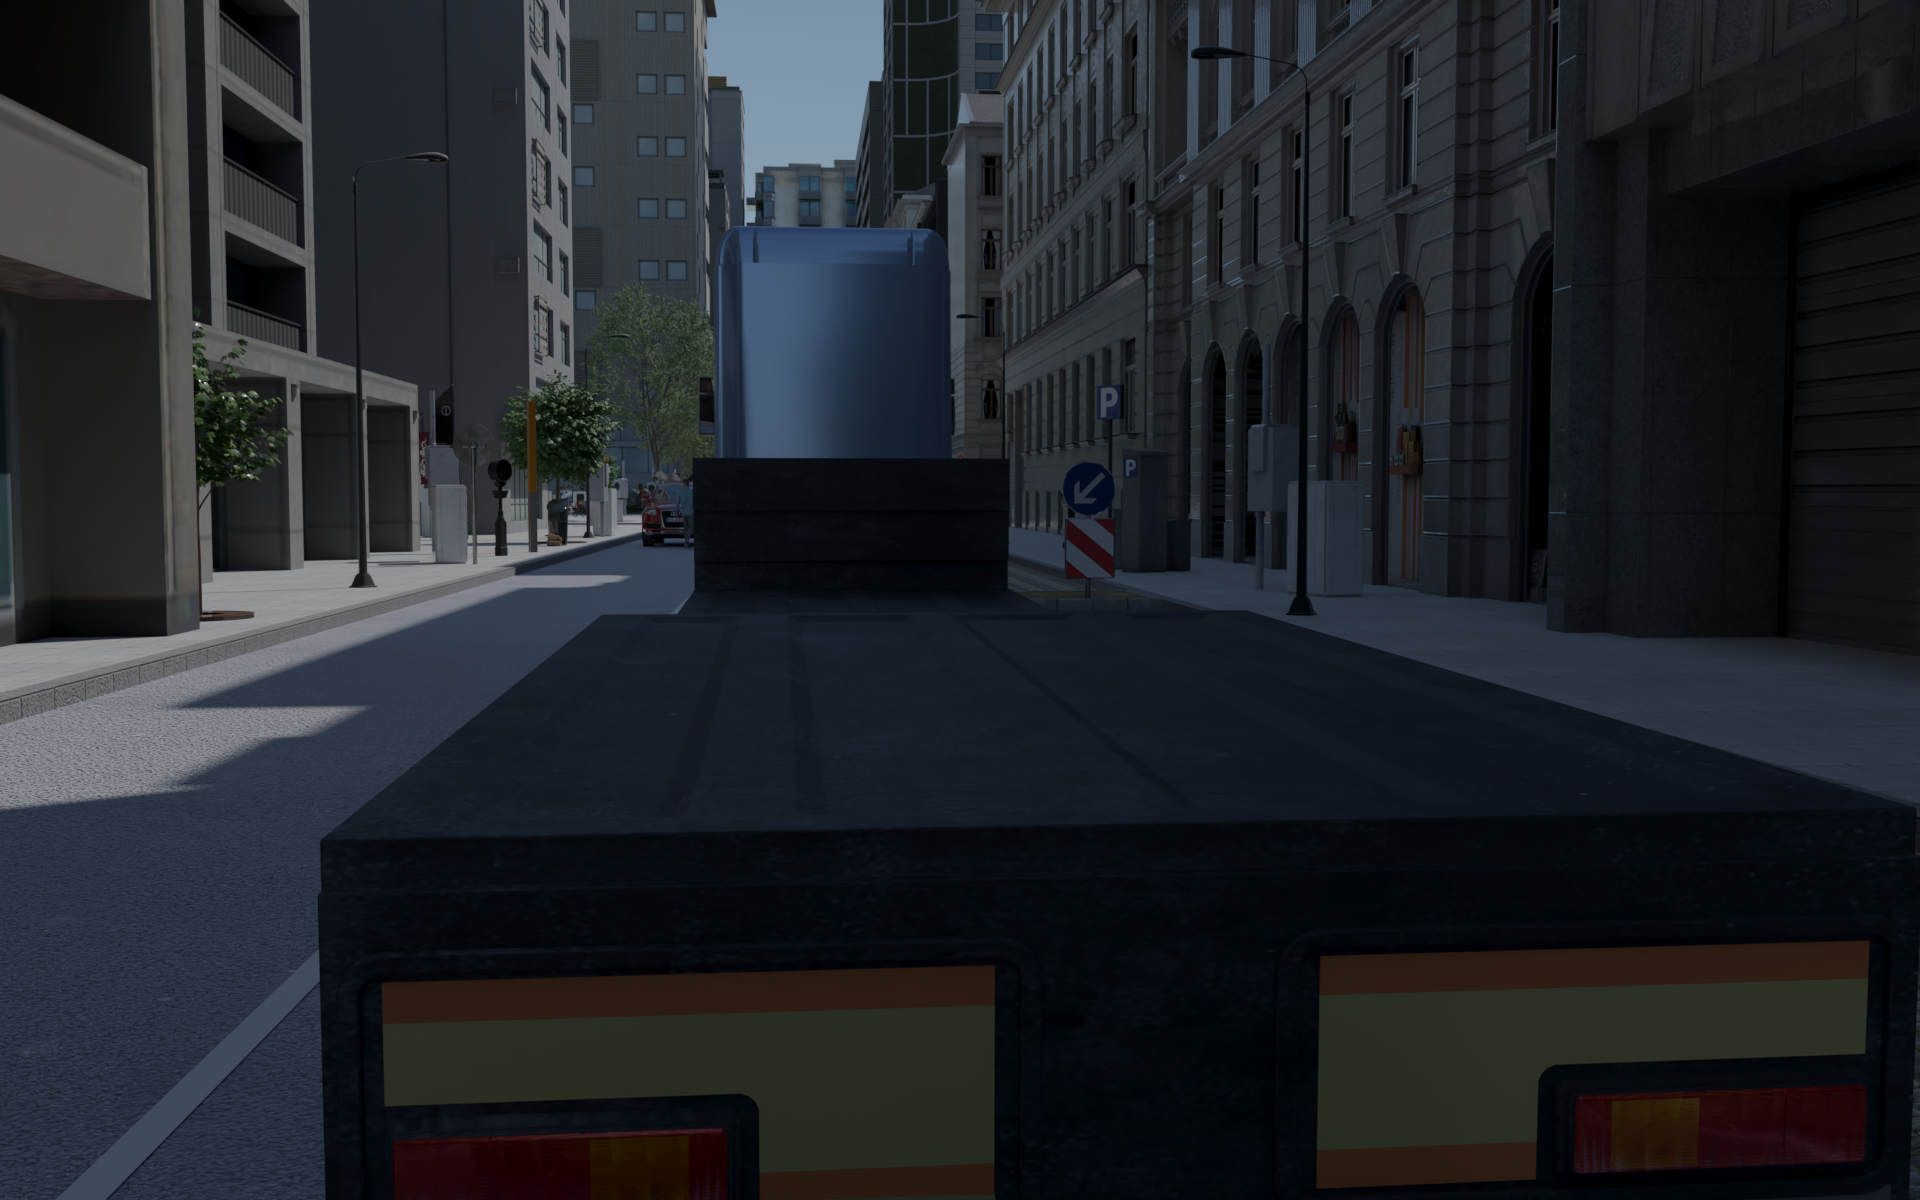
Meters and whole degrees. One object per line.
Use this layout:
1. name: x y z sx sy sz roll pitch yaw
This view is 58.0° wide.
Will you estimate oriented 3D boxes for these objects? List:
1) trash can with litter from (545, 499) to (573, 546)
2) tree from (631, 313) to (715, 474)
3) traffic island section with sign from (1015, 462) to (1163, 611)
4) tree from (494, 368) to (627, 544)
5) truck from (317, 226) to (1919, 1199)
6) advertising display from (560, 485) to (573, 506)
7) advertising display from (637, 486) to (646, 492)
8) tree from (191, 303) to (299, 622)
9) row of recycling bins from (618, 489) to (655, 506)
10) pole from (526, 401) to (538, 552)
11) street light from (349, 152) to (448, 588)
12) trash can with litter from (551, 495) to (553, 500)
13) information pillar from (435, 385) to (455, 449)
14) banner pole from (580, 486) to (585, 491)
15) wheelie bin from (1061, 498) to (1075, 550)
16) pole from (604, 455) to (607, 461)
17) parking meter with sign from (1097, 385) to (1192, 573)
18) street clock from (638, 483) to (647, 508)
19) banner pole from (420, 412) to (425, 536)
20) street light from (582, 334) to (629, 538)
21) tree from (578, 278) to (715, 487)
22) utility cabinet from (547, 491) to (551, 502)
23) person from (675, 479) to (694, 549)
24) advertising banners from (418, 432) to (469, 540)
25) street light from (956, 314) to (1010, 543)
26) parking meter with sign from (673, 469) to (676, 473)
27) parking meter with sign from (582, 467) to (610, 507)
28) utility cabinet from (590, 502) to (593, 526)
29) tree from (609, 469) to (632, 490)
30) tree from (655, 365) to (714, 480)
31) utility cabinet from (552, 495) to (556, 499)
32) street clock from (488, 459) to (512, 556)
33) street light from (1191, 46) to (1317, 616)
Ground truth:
1. trash can with litter: -9.927 -1.924 42.838 0.624 1.170 1.055 0 4 -6
2. tree: -16.713 -11.657 108.723 7.486 12.596 7.792 0 3 0
3. traffic island section with sign: 1.399 -0.812 21.912 1.989 1.847 2.006 0 4 -5
4. tree: -10.460 -3.774 45.414 4.285 4.588 4.351 0 3 0
5. truck: -0.674 -1.347 11.787 2.967 4.110 18.799 0 4 -6
6. advertising display: -28.197 -7.275 124.165 0.974 1.923 0.123 1 4 14
7. advertising display: -26.000 -8.319 141.226 0.974 1.923 0.123 3 5 42
8. tree: -7.773 -1.408 17.627 1.663 3.219 1.824 0 3 0
9. row of recycling bins: -24.289 -7.559 130.695 3.534 1.692 1.069 -1 4 -18
10. pole: -9.400 -2.703 38.040 0.158 3.312 0.155 0 3 0
11. street light: -7.662 -3.127 23.668 1.470 5.913 1.316 0 4 -5
12. trash can with litter: -30.662 -7.212 128.972 2.233 1.210 1.678 -1 4 -23
13. information pillar: -11.080 -2.806 37.225 0.504 3.616 0.183 0 4 5
14. banner pole: -30.463 -9.179 140.090 0.401 3.779 0.863 2 4 28
15. wheelie bin: 2.671 -1.915 39.217 0.693 1.594 0.980 -1 4 -9
16. pole: -18.707 -5.967 91.407 0.158 3.312 0.155 0 3 0
17. parking meter with sign: 3.056 -1.963 28.348 1.738 3.016 0.543 -3 4 -39
18. street clock: -21.208 -6.756 115.038 0.358 2.002 0.471 0 4 1
19. banner pole: -16.534 -3.829 52.622 0.863 3.779 0.401 -2 4 -35
20. street light: -10.287 -4.757 50.322 1.470 5.913 1.316 0 4 -5
21. tree: -14.971 -9.731 84.851 9.928 11.665 9.643 0 3 0
22. utility cabinet: -30.616 -7.251 127.233 1.173 1.500 0.318 1 4 10
23. person: -7.238 -2.286 45.739 0.638 1.841 0.748 1 4 18
24. advertising banners: -14.484 -3.194 48.413 2.074 3.025 0.090 2 4 34
25. street light: 0.596 -4.422 44.840 1.470 5.913 1.316 0 4 -5
26. parking meter with sign: -19.099 -7.625 120.925 1.738 3.016 0.543 0 4 -1
27. parking meter with sign: -23.718 -7.127 112.782 1.738 3.016 0.543 0 4 3
28. utility cabinet: -14.696 -3.587 69.813 0.306 1.237 1.020 -2 4 -25
29. tree: -26.521 -8.631 135.719 1.663 3.219 1.824 0 3 0
30. tree: -15.588 -9.104 99.215 4.737 8.622 4.395 0 3 0
31. utility cabinet: -29.018 -7.002 125.643 1.020 1.237 0.306 0 4 7
32. street clock: -9.505 -1.912 35.831 0.358 2.002 0.471 2 4 33
33. street light: 3.087 -2.791 18.173 1.470 5.913 1.316 0 4 -5
